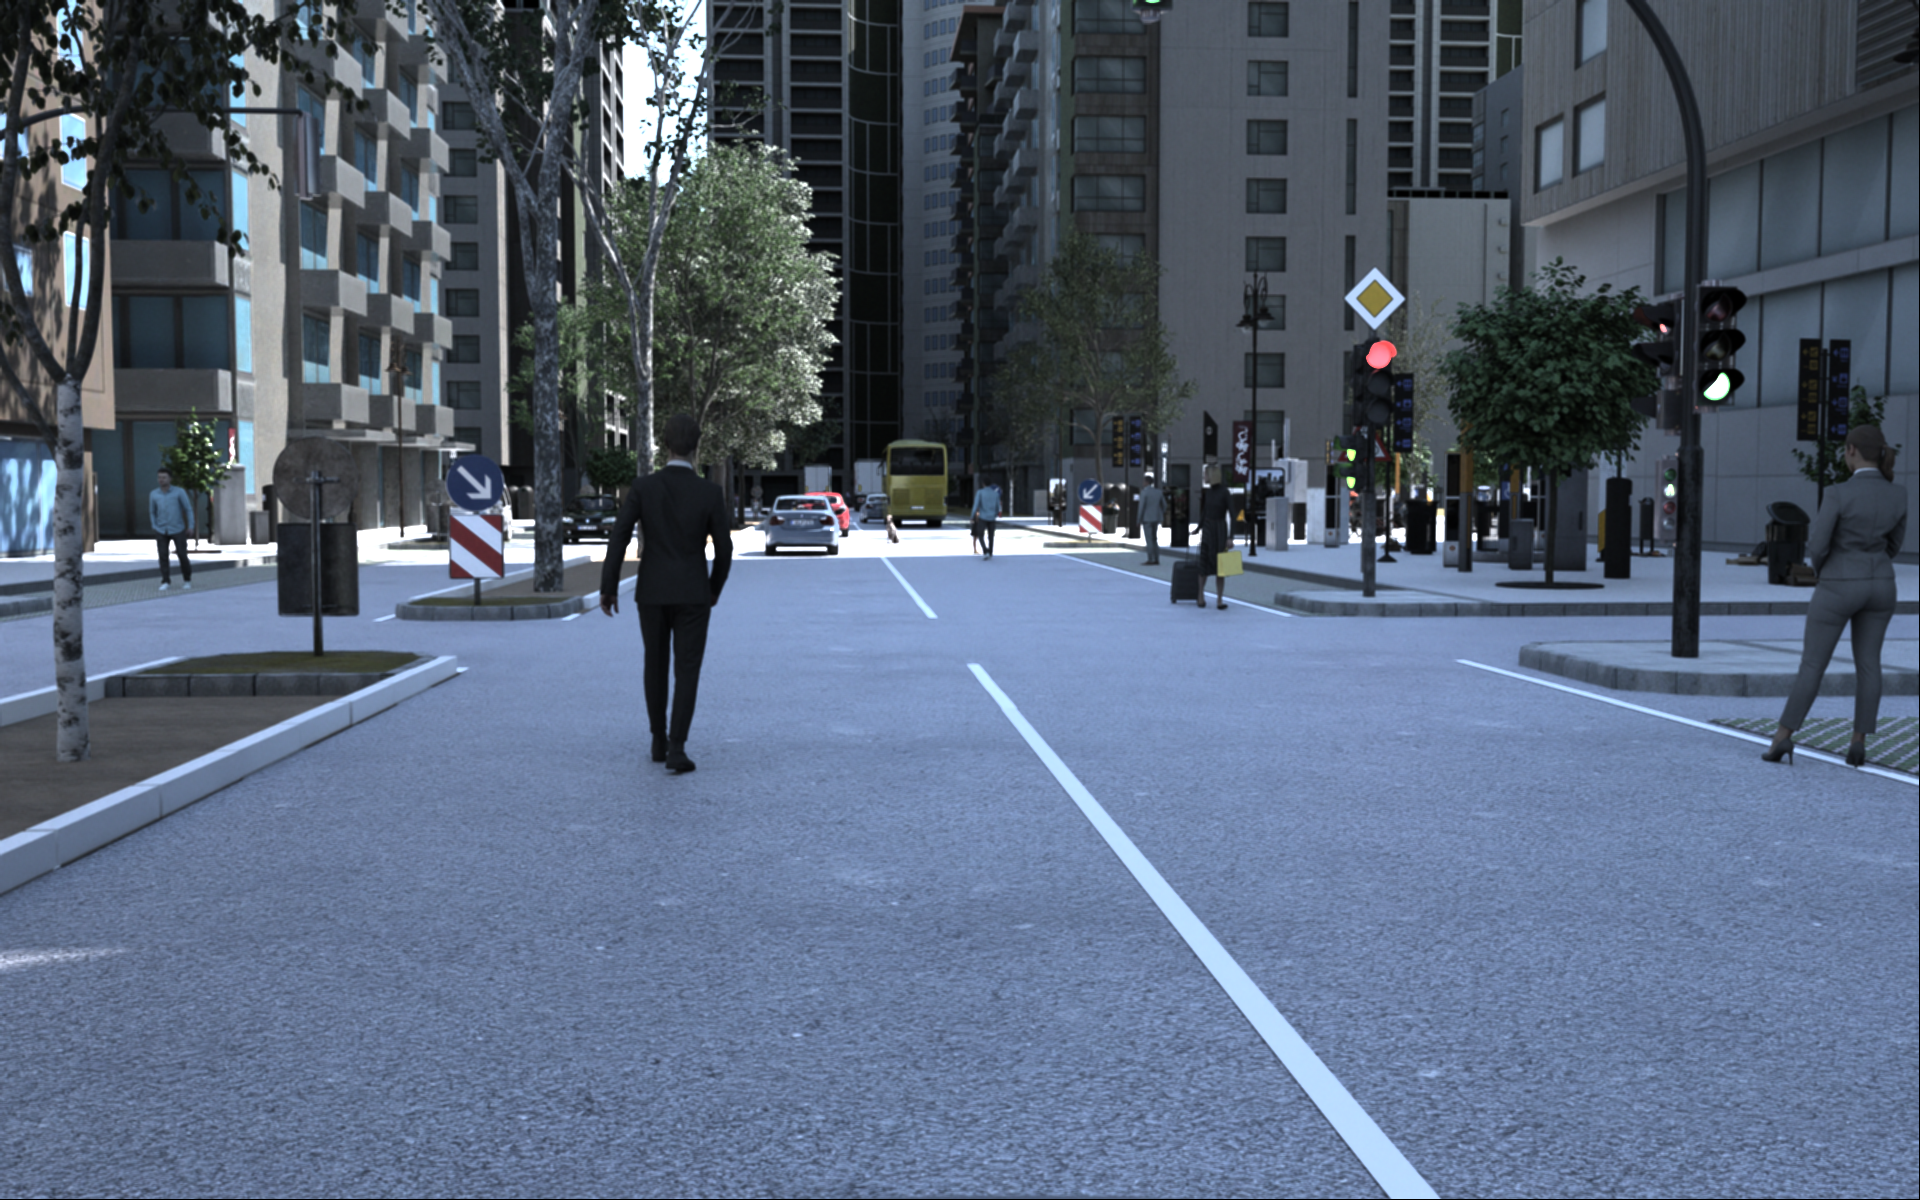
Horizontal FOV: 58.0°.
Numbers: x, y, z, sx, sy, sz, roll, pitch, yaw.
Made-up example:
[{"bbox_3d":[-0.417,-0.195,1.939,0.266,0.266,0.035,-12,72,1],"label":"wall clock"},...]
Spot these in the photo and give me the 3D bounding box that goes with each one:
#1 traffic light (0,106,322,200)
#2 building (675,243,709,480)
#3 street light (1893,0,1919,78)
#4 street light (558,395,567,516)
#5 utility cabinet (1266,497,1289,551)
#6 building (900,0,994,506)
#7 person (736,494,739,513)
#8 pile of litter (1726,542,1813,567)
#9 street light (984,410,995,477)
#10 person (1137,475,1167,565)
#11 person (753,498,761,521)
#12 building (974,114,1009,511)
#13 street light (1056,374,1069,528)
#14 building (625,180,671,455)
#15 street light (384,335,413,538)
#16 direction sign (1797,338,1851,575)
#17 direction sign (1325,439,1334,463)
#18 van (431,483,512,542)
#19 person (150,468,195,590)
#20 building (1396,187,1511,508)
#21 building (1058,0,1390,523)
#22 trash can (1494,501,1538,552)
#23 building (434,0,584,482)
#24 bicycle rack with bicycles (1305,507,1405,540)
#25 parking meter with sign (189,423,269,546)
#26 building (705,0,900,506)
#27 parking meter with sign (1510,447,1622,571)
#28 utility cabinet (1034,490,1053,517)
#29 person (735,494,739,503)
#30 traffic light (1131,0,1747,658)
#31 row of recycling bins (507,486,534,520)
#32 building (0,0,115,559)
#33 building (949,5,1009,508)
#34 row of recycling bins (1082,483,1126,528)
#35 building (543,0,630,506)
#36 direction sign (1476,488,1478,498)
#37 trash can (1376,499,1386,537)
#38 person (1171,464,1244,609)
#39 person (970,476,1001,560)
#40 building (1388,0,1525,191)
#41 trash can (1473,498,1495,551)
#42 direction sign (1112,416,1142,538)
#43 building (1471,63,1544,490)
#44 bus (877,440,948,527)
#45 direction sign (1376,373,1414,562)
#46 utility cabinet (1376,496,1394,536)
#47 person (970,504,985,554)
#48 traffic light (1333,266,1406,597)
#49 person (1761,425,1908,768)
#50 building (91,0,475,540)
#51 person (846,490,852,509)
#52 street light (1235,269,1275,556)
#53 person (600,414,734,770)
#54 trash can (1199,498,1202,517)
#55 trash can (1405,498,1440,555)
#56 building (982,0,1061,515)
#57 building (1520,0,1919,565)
[{"bbox_3d":[-9.990,-2.798,20.421,4.771,5.953,1.251,0,4,-4],"label":"traffic light"},{"bbox_3d":[-34.350,-25.370,186.507,14.107,30.474,14.160,0,4,-4],"label":"building"},{"bbox_3d":[7.836,-2.482,13.361,0.468,5.910,1.993,0,4,-4],"label":"street light"},{"bbox_3d":[-18.664,-6.629,81.165,0.468,5.910,1.993,0,4,-4],"label":"street light"},{"bbox_3d":[7.198,-1.726,39.379,0.306,1.237,1.020,0,4,-3],"label":"utility cabinet"},{"bbox_3d":[7.518,-39.764,192.143,28.212,58.520,21.231,0,4,-4],"label":"building"},{"bbox_3d":[-16.759,-7.236,130.032,0.599,1.433,0.991,0,4,-4],"label":"person"},{"bbox_3d":[14.553,-1.050,31.138,1.176,0.858,1.719,0,4,-4],"label":"pile of litter"},{"bbox_3d":[1.638,-7.525,95.819,0.468,5.910,1.993,0,4,-4],"label":"street light"},{"bbox_3d":[3.835,-1.601,34.783,0.635,1.810,0.391,-3,5,-41],"label":"person"},{"bbox_3d":[-10.590,-4.705,90.448,0.505,1.210,0.382,1,4,16],"label":"person"},{"bbox_3d":[7.895,-22.245,135.406,14.160,30.474,14.107,0,4,-4],"label":"building"},{"bbox_3d":[3.833,-5.692,65.851,0.468,5.910,1.993,0,4,-4],"label":"street light"},{"bbox_3d":[-34.859,-23.824,161.229,14.107,30.474,14.160,0,4,-4],"label":"building"},{"bbox_3d":[-16.331,-4.755,50.533,0.468,5.910,1.993,0,4,-4],"label":"street light"},{"bbox_3d":[12.644,-2.044,25.409,0.876,3.537,0.379,-1,4,-16],"label":"direction sign"},{"bbox_3d":[15.269,-4.871,71.637,0.379,3.537,0.876,2,4,31],"label":"direction sign"},{"bbox_3d":[-14.271,-2.670,50.674,2.013,2.044,4.112,0,4,-3],"label":"van"},{"bbox_3d":[-11.773,-1.065,25.924,0.660,1.820,0.620,-1,4,-8],"label":"person"},{"bbox_3d":[43.411,-24.162,166.757,14.107,30.474,14.160,0,4,-4],"label":"building"},{"bbox_3d":[11.430,-18.987,82.140,14.160,30.474,14.107,0,4,-4],"label":"building"},{"bbox_3d":[11.518,-1.471,35.700,0.748,1.137,0.748,0,3,0],"label":"trash can"},{"bbox_3d":[-29.922,-20.156,101.248,14.160,30.474,14.107,0,4,-4],"label":"building"},{"bbox_3d":[11.064,-2.223,49.735,2.925,0.926,2.852,3,4,36],"label":"bicycle rack with bicycles"},{"bbox_3d":[-18.148,-2.862,43.060,1.738,3.016,0.543,-3,5,-43],"label":"parking meter with sign"},{"bbox_3d":[-16.912,-46.008,190.475,20.611,71.187,20.563,0,4,-4],"label":"building"},{"bbox_3d":[10.162,-2.004,29.031,1.738,3.016,0.543,1,4,21],"label":"parking meter with sign"},{"bbox_3d":[4.693,-5.335,95.899,1.173,1.500,0.318,-1,4,-16],"label":"utility cabinet"},{"bbox_3d":[-15.098,-6.492,117.882,0.697,1.427,0.421,0,4,7],"label":"person"},{"bbox_3d":[3.611,-2.361,13.269,4.771,5.953,1.251,0,4,-4],"label":"traffic light"},{"bbox_3d":[-22.588,-4.825,86.008,3.534,1.692,1.069,2,4,27],"label":"row of recycling bins"},{"bbox_3d":[-25.055,-23.207,29.550,14.600,45.320,14.200,0,4,-4],"label":"building"},{"bbox_3d":[10.479,-30.706,156.670,22.147,44.769,28.867,0,4,-4],"label":"building"},{"bbox_3d":[5.633,-3.669,67.100,1.069,1.692,3.534,-1,4,-18],"label":"row of recycling bins"},{"bbox_3d":[-35.533,-42.841,138.702,20.563,71.187,20.611,0,4,-4],"label":"building"},{"bbox_3d":[24.556,-5.518,82.220,0.876,3.537,0.379,2,4,33],"label":"direction sign"},{"bbox_3d":[12.453,-2.472,52.073,0.748,1.137,0.748,0,3,0],"label":"trash can"},{"bbox_3d":[3.142,-0.813,22.016,0.699,1.804,1.509,0,4,-2],"label":"person"},{"bbox_3d":[0.584,-1.787,37.743,0.660,1.820,0.620,-2,4,-26],"label":"person"},{"bbox_3d":[52.507,-46.285,195.005,20.611,71.187,20.563,0,4,-4],"label":"building"},{"bbox_3d":[11.439,-1.567,37.273,0.748,1.137,0.748,0,3,0],"label":"trash can"},{"bbox_3d":[4.852,-3.572,50.394,0.876,3.537,0.379,2,4,25],"label":"direction sign"},{"bbox_3d":[58.450,-29.592,167.428,14.086,41.232,14.154,0,4,-4],"label":"building"},{"bbox_3d":[-2.158,-5.259,77.526,2.896,3.916,12.252,0,4,-4],"label":"bus"},{"bbox_3d":[8.065,-2.484,32.618,0.876,3.537,0.379,1,4,19],"label":"direction sign"},{"bbox_3d":[13.086,-2.620,53.999,0.306,1.237,1.020,-1,4,-23],"label":"utility cabinet"},{"bbox_3d":[0.425,-1.725,41.373,0.373,1.253,0.362,0,4,-6],"label":"person"},{"bbox_3d":[5.093,-1.994,21.529,0.839,4.253,0.868,0,4,-4],"label":"traffic light"},{"bbox_3d":[4.621,-0.022,9.140,0.520,1.790,0.573,-1,4,-23],"label":"person"},{"bbox_3d":[-30.794,-26.898,59.398,23.786,49.044,30.456,0,4,-4],"label":"building"},{"bbox_3d":[-10.910,-9.932,170.754,0.599,1.838,0.709,-1,4,-14],"label":"person"},{"bbox_3d":[6.068,-3.850,35.736,0.468,5.910,1.993,0,4,-4],"label":"street light"},{"bbox_3d":[-1.512,-0.051,9.115,0.659,1.850,0.755,0,4,-2],"label":"person"},{"bbox_3d":[9.238,-3.232,64.494,0.748,1.137,0.748,0,3,0],"label":"trash can"},{"bbox_3d":[9.832,-1.542,36.860,0.748,1.137,0.748,0,3,0],"label":"trash can"},{"bbox_3d":[14.012,-30.176,112.994,23.786,49.044,30.456,0,4,-4],"label":"building"},{"bbox_3d":[29.301,-27.213,34.174,27.495,52.752,28.713,0,4,-4],"label":"building"}]
